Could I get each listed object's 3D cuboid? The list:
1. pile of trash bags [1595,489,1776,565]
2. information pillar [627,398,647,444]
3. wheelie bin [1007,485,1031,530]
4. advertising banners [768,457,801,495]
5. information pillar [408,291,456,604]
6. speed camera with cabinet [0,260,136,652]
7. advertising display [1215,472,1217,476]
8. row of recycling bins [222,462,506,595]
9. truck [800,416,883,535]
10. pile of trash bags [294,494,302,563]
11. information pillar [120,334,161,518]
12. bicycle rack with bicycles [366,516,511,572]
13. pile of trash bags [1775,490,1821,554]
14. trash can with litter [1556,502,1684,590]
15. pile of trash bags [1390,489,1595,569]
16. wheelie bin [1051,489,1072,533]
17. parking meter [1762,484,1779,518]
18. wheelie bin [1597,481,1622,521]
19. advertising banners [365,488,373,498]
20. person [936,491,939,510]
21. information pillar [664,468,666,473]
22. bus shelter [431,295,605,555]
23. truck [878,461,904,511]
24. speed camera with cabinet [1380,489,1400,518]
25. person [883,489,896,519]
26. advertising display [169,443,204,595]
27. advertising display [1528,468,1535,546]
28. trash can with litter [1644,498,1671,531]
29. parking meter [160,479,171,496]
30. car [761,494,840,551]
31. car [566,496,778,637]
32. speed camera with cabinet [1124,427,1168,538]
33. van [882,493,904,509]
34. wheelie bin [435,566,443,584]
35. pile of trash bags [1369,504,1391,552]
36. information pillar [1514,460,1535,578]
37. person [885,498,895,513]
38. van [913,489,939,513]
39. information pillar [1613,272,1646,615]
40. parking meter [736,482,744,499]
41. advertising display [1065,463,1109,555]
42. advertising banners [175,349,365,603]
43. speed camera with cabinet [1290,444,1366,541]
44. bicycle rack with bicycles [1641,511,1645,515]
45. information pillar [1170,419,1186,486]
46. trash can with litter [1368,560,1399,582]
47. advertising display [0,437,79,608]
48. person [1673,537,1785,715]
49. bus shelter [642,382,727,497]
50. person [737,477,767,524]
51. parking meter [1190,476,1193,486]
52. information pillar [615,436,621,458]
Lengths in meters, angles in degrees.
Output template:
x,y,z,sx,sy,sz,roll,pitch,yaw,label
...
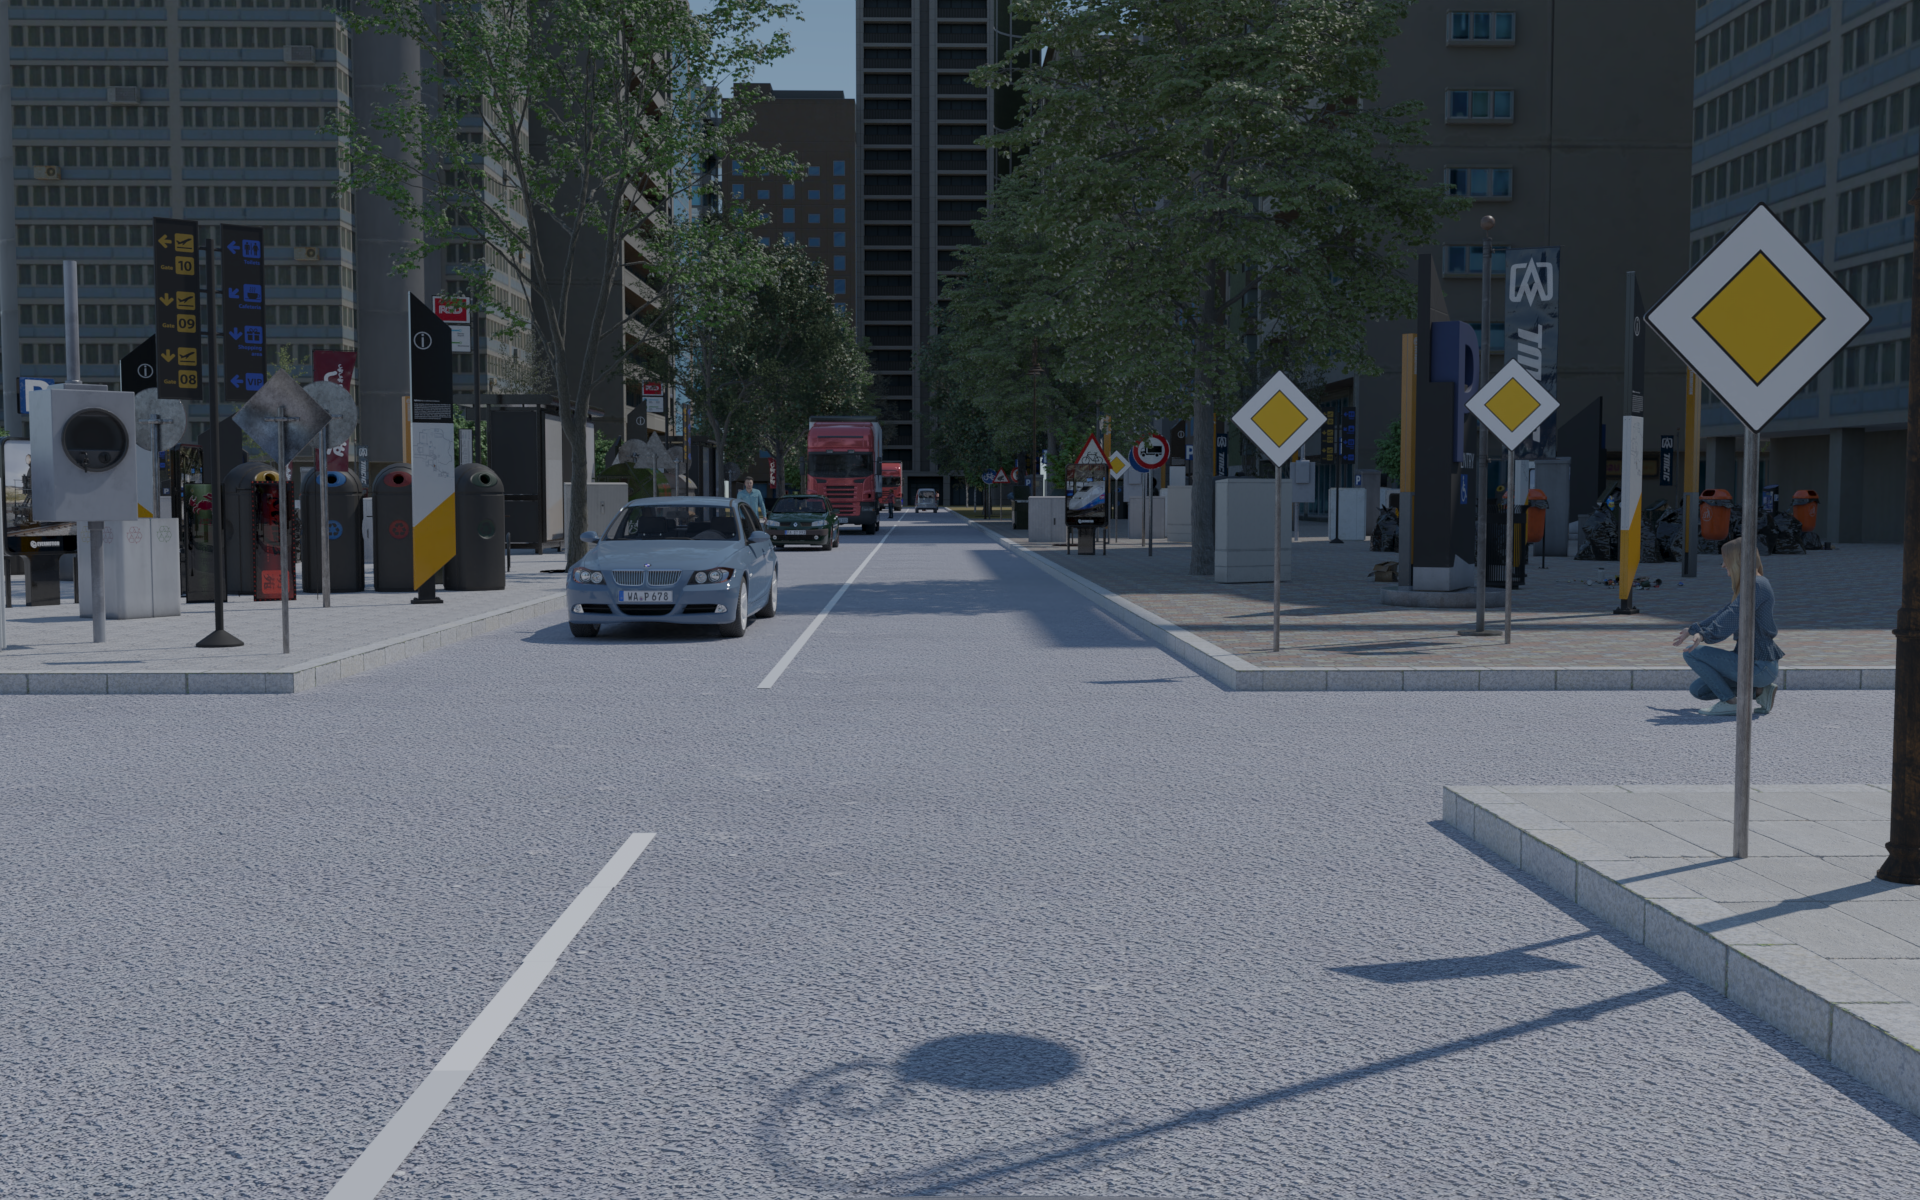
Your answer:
x,y,z,sx,sy,sz,roll,pitch,yaw,label
13.231,-1.399,32.634,1.912,1.369,3.447,-1,4,-18,pile of trash bags
-7.877,-3.122,42.402,0.504,3.616,0.183,0,4,-4,information pillar
2.182,-3.354,62.740,0.980,1.594,0.693,-1,4,-9,wheelie bin
-8.433,-5.324,83.230,0.090,3.025,2.074,3,5,43,advertising banners
-6.171,-1.765,20.216,0.504,3.616,0.183,-2,4,-29,information pillar
-7.892,-1.213,14.165,0.660,3.252,2.038,3,5,44,speed camera with cabinet
7.190,-2.733,49.896,0.123,1.923,0.974,2,4,27,advertising display
-7.828,-0.960,22.809,3.534,1.692,1.069,-1,4,-19,row of recycling bins
-4.235,-4.622,64.477,2.839,4.237,11.283,0,4,-1,truck
-13.173,-1.360,31.991,1.912,1.369,3.447,1,4,13,pile of trash bags
-11.897,-2.070,25.191,0.504,3.616,0.183,-2,4,-30,information pillar
-8.589,-0.950,28.921,2.852,0.926,2.925,-1,4,-13,bicycle rack with bicycles
17.416,-1.694,37.453,3.447,1.369,1.912,-2,4,-32,pile of trash bags
9.237,-0.805,24.214,1.678,1.210,2.233,1,4,18,trash can with litter
9.494,-1.308,31.137,1.912,1.369,3.447,-1,4,-14,pile of trash bags
3.347,-2.986,56.732,0.693,1.594,0.980,-3,5,-44,wheelie bin
20.870,-2.214,44.615,0.372,1.533,0.369,0,3,0,parking meter
16.050,-2.119,42.558,0.693,1.594,0.980,1,4,8,wheelie bin
-16.729,-3.188,48.318,2.074,3.025,0.090,0,4,2,advertising banners
-2.051,-8.624,150.203,0.721,1.736,1.217,0,4,-6,person
-15.017,-5.917,88.093,0.504,3.616,0.183,1,4,11,information pillar
-9.629,-3.678,37.764,2.179,5.291,8.768,0,4,-1,bus shelter
-6.184,-9.729,147.984,2.839,4.237,11.283,0,4,-2,truck
14.203,-3.733,55.365,2.038,3.252,0.660,-2,4,-28,speed camera with cabinet
-4.125,-5.648,101.566,0.721,1.743,1.217,-3,4,-38,person
-9.942,-1.046,22.322,0.123,1.923,0.974,0,4,-7,advertising display
14.511,-2.313,43.038,0.974,1.923,0.123,-1,4,-15,advertising display
17.995,-2.069,45.223,1.055,1.170,0.624,-1,4,-11,trash can with litter
-30.939,-3.777,67.468,0.399,1.863,0.255,-2,4,-32,parking meter
-4.097,-2.155,45.025,2.009,1.686,4.222,0,4,0,car
-3.017,-0.420,18.868,2.014,1.417,4.499,0,4,0,car
5.859,-3.465,50.995,2.038,3.252,0.660,1,4,9,speed camera with cabinet
-6.434,-9.773,164.170,2.240,2.365,5.245,0,4,-1,van
-7.632,-1.031,24.765,0.980,1.594,0.693,-1,4,-17,wheelie bin
10.964,-1.757,38.475,3.447,1.369,1.912,0,4,-6,pile of trash bags
8.655,-2.160,26.672,0.183,3.616,0.504,2,4,33,information pillar
-5.303,-7.339,131.721,0.991,1.433,0.599,0,4,5,person
-2.593,-7.660,132.252,2.013,2.044,4.112,0,4,-2,van
7.191,-1.662,18.522,0.183,3.616,0.504,3,4,36,information pillar
-10.573,-4.757,83.483,0.399,1.863,0.255,0,4,0,parking meter
2.663,-1.907,36.390,0.974,1.923,0.123,2,4,32,advertising display
-8.245,-1.498,20.679,2.074,3.025,0.090,-2,4,-29,advertising banners
10.093,-3.253,47.523,2.038,3.252,0.660,1,4,10,speed camera with cabinet
20.118,-2.454,53.497,2.925,0.926,2.852,2,4,28,bicycle rack with bicycles
6.539,-3.707,51.965,0.504,3.616,0.183,-1,4,-16,information pillar
6.469,-0.843,25.169,1.055,1.170,0.624,2,4,29,trash can with litter
-10.539,-0.895,19.852,0.123,1.923,0.974,2,4,27,advertising display
4.942,0.168,11.254,0.738,1.151,1.012,2,4,32,person
-10.136,-5.259,63.614,2.179,5.291,8.768,0,4,-1,bus shelter
-4.684,-1.852,38.798,0.660,1.820,0.620,-1,4,-19,person
6.605,-2.605,48.303,0.255,1.863,0.399,3,5,45,parking meter
-13.666,-4.771,69.355,0.183,3.616,0.504,1,4,10,information pillar
